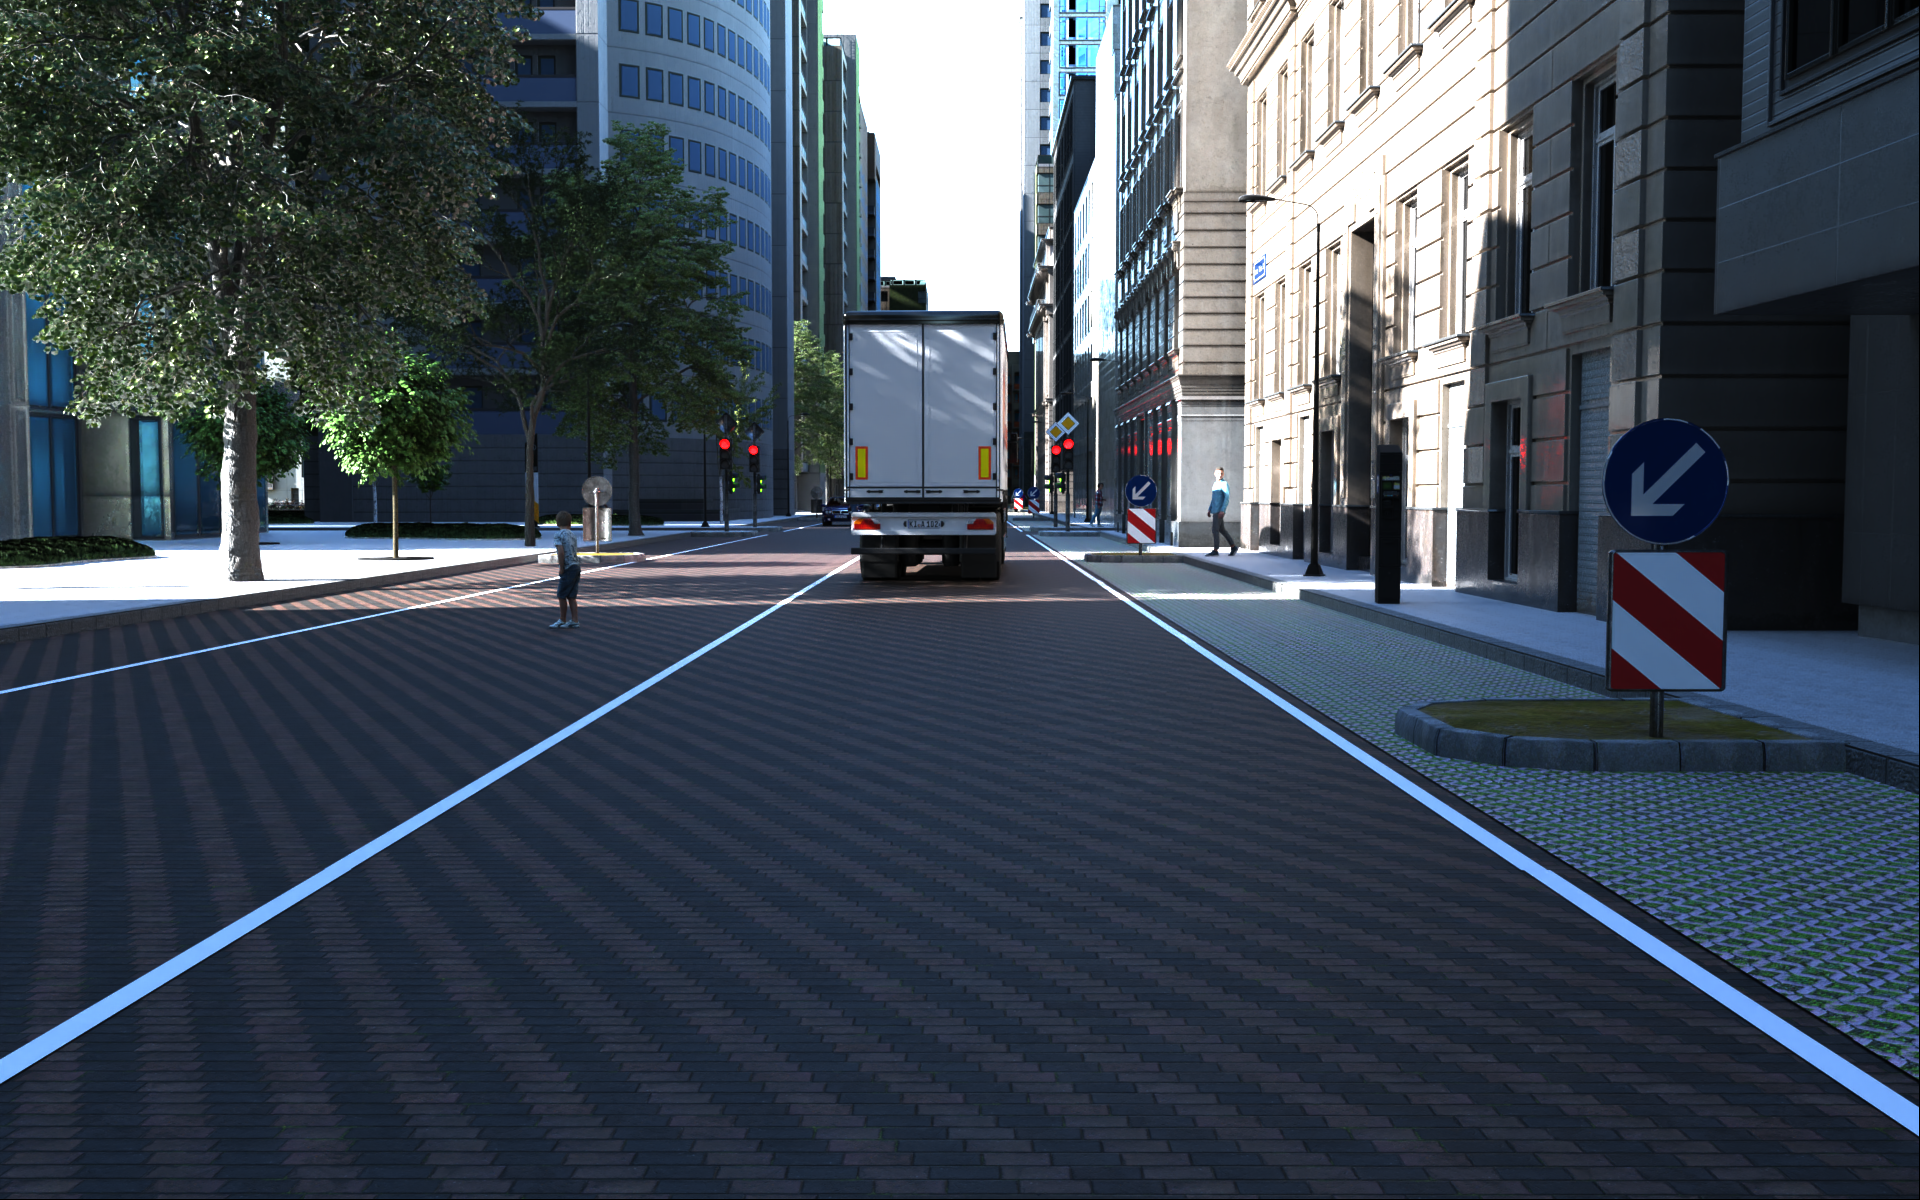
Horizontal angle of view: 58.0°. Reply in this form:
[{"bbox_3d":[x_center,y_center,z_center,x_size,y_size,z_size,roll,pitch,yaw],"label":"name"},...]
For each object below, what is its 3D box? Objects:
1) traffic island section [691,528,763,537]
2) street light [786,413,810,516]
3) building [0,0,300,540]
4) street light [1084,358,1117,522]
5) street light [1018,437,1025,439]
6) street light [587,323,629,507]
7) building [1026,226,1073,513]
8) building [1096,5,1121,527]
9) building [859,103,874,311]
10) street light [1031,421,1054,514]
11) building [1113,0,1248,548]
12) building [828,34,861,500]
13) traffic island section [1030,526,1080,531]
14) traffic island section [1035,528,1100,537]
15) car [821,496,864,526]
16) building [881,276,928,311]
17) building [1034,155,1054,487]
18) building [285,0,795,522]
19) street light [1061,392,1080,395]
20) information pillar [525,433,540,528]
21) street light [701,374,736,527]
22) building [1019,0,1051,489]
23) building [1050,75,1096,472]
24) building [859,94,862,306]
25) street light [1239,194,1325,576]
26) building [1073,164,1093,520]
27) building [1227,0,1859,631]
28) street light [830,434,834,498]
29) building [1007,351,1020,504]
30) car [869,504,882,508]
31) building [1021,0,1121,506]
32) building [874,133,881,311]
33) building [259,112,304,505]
[{"bbox_3d":[-8.027,-2.273,59.436,2.009,0.180,2.903,0,4,0],"label":"traffic island section"},{"bbox_3d":[-9.317,-7.760,99.411,1.470,5.913,1.316,0,4,0],"label":"street light"},{"bbox_3d":[-35.809,-26.125,46.745,30.456,49.044,23.786,0,4,0],"label":"building"},{"bbox_3d":[5.112,-5.295,59.121,1.470,5.913,1.316,0,4,0],"label":"street light"},{"bbox_3d":[5.369,-10.371,142.105,1.470,5.913,1.316,0,4,0],"label":"street light"},{"bbox_3d":[-9.567,-4.562,47.130,1.470,5.913,1.316,0,4,0],"label":"street light"},{"bbox_3d":[11.984,-17.623,129.936,13.314,21.916,24.055,0,4,0],"label":"building"},{"bbox_3d":[14.362,-13.242,71.257,16.860,20.320,10.420,0,4,0],"label":"building"},{"bbox_3d":[-17.560,-33.205,193.007,14.600,45.320,14.200,0,4,0],"label":"building"},{"bbox_3d":[5.314,-8.416,110.150,1.470,5.913,1.316,0,4,0],"label":"street light"},{"bbox_3d":[9.945,-12.268,49.734,9.793,20.994,18.267,0,4,0],"label":"building"},{"bbox_3d":[-16.035,-28.504,149.637,14.154,41.232,14.086,0,4,0],"label":"building"},{"bbox_3d":[3.739,-2.758,67.381,2.009,0.180,2.903,0,4,0],"label":"traffic island section"},{"bbox_3d":[3.715,-2.270,59.396,2.009,0.180,2.903,0,4,0],"label":"traffic island section"},{"bbox_3d":[-5.332,-4.062,78.999,1.945,1.354,3.894,0,4,0],"label":"car"},{"bbox_3d":[-11.258,-28.227,233.218,14.107,30.474,14.160,0,4,0],"label":"building"},{"bbox_3d":[13.374,-23.155,150.293,14.160,30.474,14.107,0,4,0],"label":"building"},{"bbox_3d":[-20.772,-33.617,91.630,21.231,58.520,28.212,0,4,0],"label":"building"},{"bbox_3d":[5.266,-6.499,78.793,1.470,5.913,1.316,0,4,0],"label":"street light"},{"bbox_3d":[-16.380,-4.584,66.310,0.504,3.616,0.183,0,4,-3],"label":"information pillar"},{"bbox_3d":[-9.366,-5.788,67.182,1.470,5.913,1.316,0,4,0],"label":"street light"},{"bbox_3d":[17.491,-40.419,202.850,21.231,58.520,28.212,0,4,0],"label":"building"},{"bbox_3d":[13.225,-19.092,105.668,14.314,27.812,24.014,0,4,0],"label":"building"},{"bbox_3d":[-21.206,-31.616,171.541,22.147,44.769,28.867,0,4,0],"label":"building"},{"bbox_3d":[5.013,-3.330,26.988,1.470,5.913,1.316,0,4,0],"label":"street light"},{"bbox_3d":[11.333,-14.113,85.503,10.420,20.320,16.860,0,4,0],"label":"building"},{"bbox_3d":[12.155,-14.083,27.524,12.463,27.353,25.104,0,4,0],"label":"building"},{"bbox_3d":[-9.217,-9.676,130.738,1.470,5.913,1.316,0,4,0],"label":"street light"},{"bbox_3d":[10.264,-24.128,239.530,28.899,21.520,27.650,0,4,0],"label":"building"},{"bbox_3d":[-4.614,-5.751,106.025,2.014,1.417,4.499,0,4,2],"label":"car"},{"bbox_3d":[17.742,-52.528,171.504,22.319,86.520,31.000,0,4,0],"label":"building"},{"bbox_3d":[-17.019,-34.261,210.272,14.200,45.320,14.600,0,4,0],"label":"building"},{"bbox_3d":[-66.031,-37.558,203.309,27.495,52.752,28.713,0,4,0],"label":"building"}]
